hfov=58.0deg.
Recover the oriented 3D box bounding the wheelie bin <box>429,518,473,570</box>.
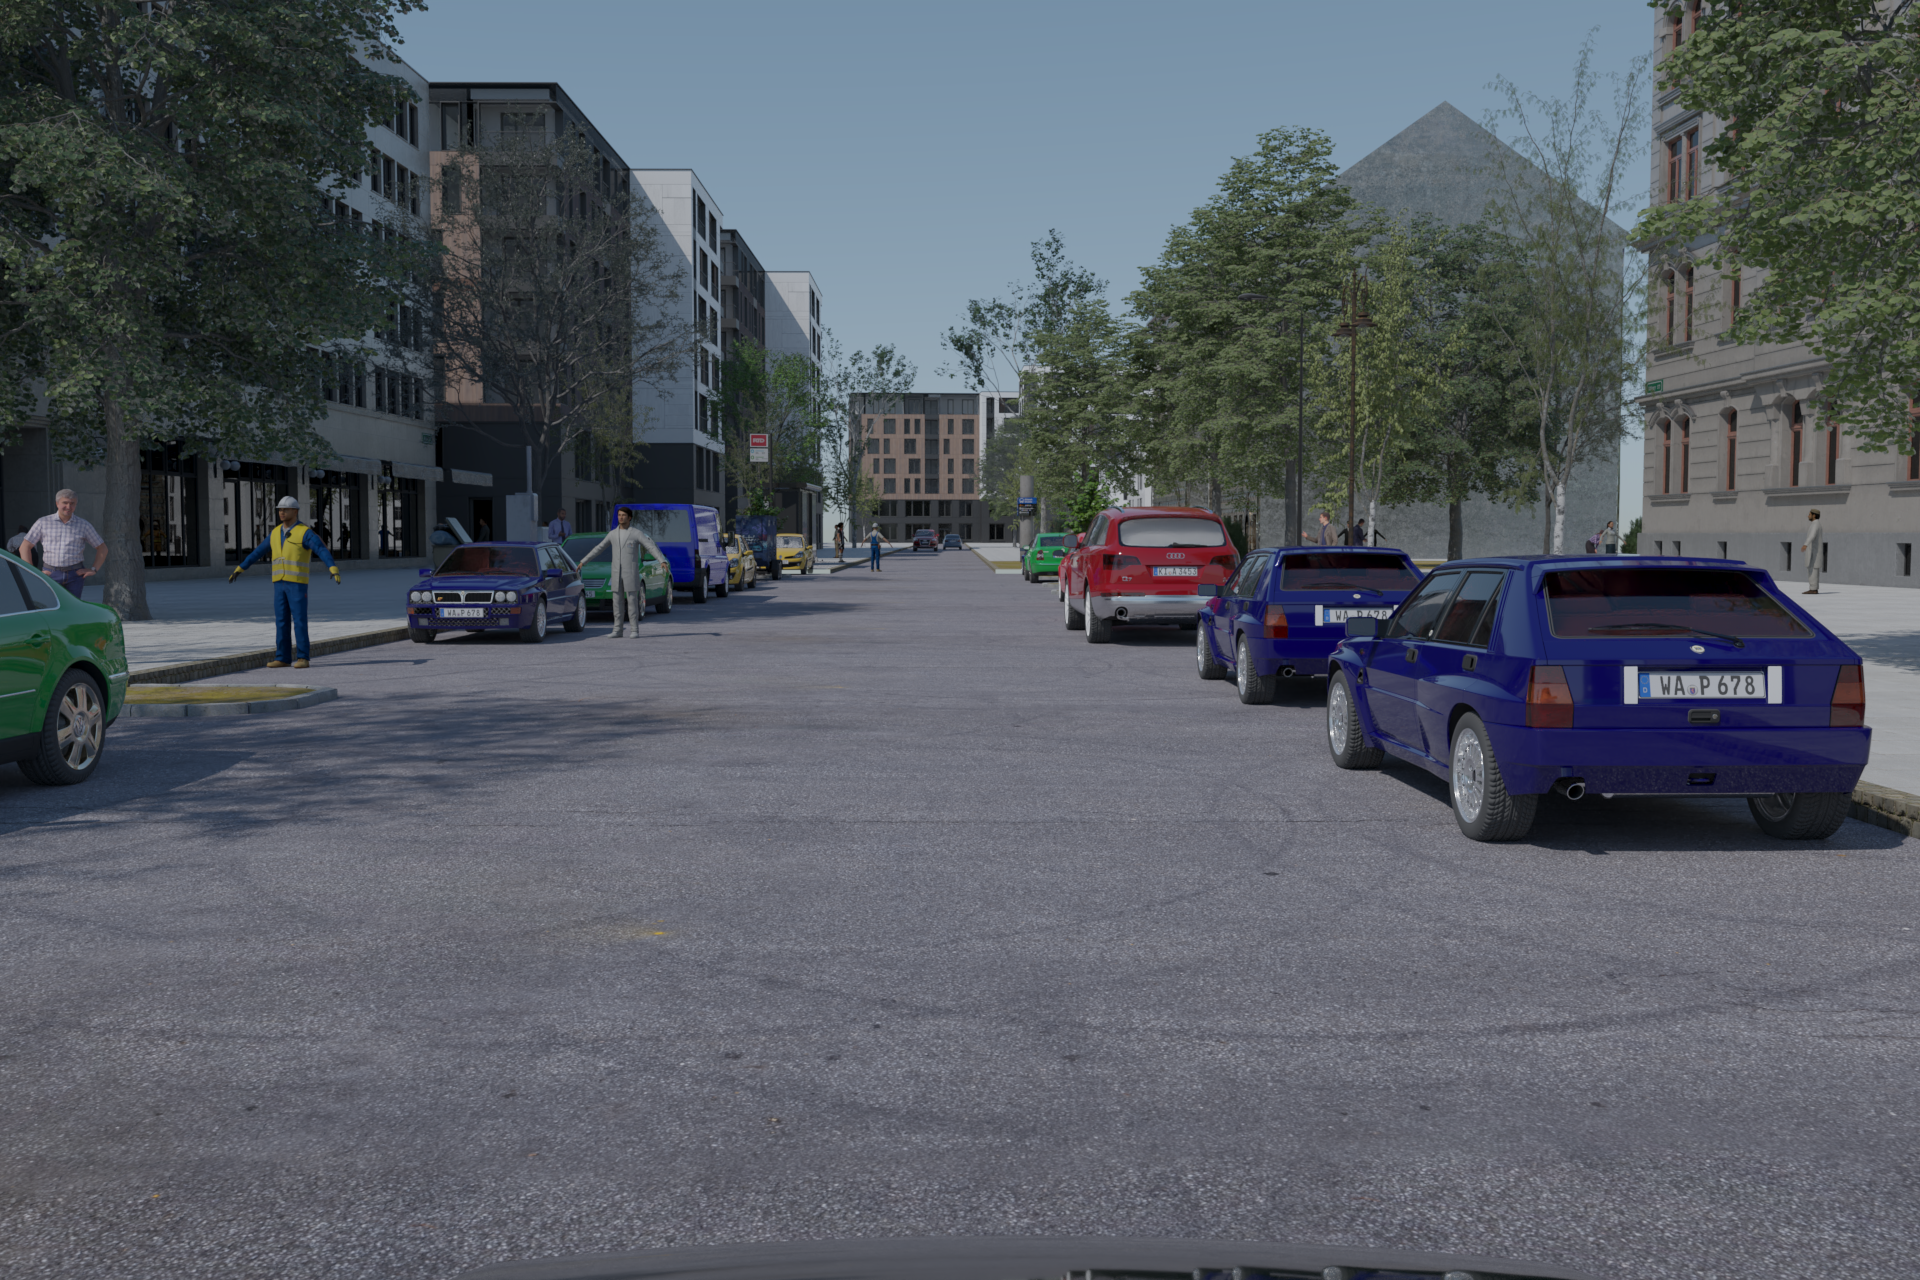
[{"bbox_3d":[-9.758,-1.548,33.214,0.693,1.594,0.980,0,4,-1],"label":"wheelie bin"}]

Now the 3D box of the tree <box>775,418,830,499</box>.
[{"bbox_3d":[-9.987,-9.702,108.982,4.737,8.622,4.395,0,3,0],"label":"tree"}]

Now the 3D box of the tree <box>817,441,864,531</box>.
[{"bbox_3d":[-9.254,-11.363,136.142,4.737,8.622,4.395,0,3,0],"label":"tree"}]

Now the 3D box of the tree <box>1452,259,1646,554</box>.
[{"bbox_3d":[26.412,-10.210,77.311,12.009,13.543,11.850,0,3,0],"label":"tree"}]

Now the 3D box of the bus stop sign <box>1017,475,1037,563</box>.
[{"bbox_3d":[3.015,-5.445,78.047,0.837,3.901,0.837,0,4,-1],"label":"bus stop sign"}]

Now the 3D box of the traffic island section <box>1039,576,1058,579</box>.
[{"bbox_3d":[3.166,-2.015,55.807,1.991,0.108,1.994,0,4,-1],"label":"traffic island section"}]

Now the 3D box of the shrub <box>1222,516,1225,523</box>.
[{"bbox_3d":[10.449,-3.952,69.036,1.690,2.028,1.600,0,3,0],"label":"shrub"}]

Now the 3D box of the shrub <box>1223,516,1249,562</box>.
[{"bbox_3d":[10.290,-3.781,66.241,1.690,2.028,1.600,0,3,0],"label":"shrub"}]

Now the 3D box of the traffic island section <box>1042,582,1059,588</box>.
[{"bbox_3d":[3.252,-1.492,47.254,1.991,0.108,1.994,0,4,0],"label":"traffic island section"}]

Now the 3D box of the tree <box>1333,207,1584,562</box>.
[{"bbox_3d":[19.113,-9.794,66.793,9.857,13.997,8.962,0,3,0],"label":"tree"}]

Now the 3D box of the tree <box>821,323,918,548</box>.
[{"bbox_3d":[-11.004,-18.432,157.256,12.611,20.169,13.585,0,3,0],"label":"tree"}]

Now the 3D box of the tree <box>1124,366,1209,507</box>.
[{"bbox_3d":[9.655,-7.543,73.692,4.360,8.622,3.978,0,3,0],"label":"tree"}]

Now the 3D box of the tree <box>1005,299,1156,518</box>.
[{"bbox_3d":[6.070,-10.107,83.375,7.486,12.596,7.792,0,3,0],"label":"tree"}]

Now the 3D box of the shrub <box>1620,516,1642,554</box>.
[{"bbox_3d":[26.841,-3.906,68.285,1.690,2.028,1.600,0,3,0],"label":"shrub"}]

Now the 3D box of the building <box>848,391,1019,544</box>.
[{"bbox_3d":[-0.229,-25.259,259.419,32.646,21.610,27.936,0,4,-5],"label":"building"}]

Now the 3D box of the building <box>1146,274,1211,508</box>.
[{"bbox_3d":[23.182,-17.420,115.741,19.493,23.208,18.063,0,4,0],"label":"building"}]

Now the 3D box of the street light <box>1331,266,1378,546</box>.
[{"bbox_3d":[6.833,-3.510,30.169,0.468,5.910,1.993,0,4,0],"label":"street light"}]

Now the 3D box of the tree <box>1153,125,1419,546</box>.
[{"bbox_3d":[9.002,-8.012,49.121,7.486,12.596,7.792,0,3,0],"label":"tree"}]

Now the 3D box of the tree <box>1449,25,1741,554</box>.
[{"bbox_3d":[8.880,-4.627,26.018,4.360,8.622,3.978,0,3,0],"label":"tree"}]

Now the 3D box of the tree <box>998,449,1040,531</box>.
[{"bbox_3d":[5.506,-11.857,144.222,4.737,8.622,4.395,0,3,0],"label":"tree"}]

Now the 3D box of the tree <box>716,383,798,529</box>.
[{"bbox_3d":[-9.642,-8.173,83.984,4.360,8.622,3.978,0,3,0],"label":"tree"}]

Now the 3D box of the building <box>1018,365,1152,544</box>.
[{"bbox_3d":[21.447,-23.354,225.818,27.936,21.610,32.646,0,4,-1],"label":"building"}]

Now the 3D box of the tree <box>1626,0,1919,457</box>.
[{"bbox_3d":[9.242,-5.904,14.658,7.486,12.596,7.792,0,3,0],"label":"tree"}]

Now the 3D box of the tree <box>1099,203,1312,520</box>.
[{"bbox_3d":[8.533,-8.683,60.099,7.486,12.596,7.792,0,3,0],"label":"tree"}]

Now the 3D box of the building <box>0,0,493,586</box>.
[{"bbox_3d":[-30.973,-15.433,54.495,24.374,26.755,37.873,0,3,0],"label":"building"}]

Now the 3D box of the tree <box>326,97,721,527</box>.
[{"bbox_3d":[-11.895,-8.454,48.591,12.009,13.543,11.850,0,3,0],"label":"tree"}]

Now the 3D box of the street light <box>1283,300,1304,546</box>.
[{"bbox_3d":[7.149,-3.735,33.610,1.470,5.913,1.316,0,4,-1],"label":"street light"}]

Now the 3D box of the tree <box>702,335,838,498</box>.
[{"bbox_3d":[-10.050,-10.140,91.550,9.928,11.665,9.643,0,3,0],"label":"tree"}]

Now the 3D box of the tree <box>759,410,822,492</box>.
[{"bbox_3d":[-9.908,-9.188,100.588,4.360,8.622,3.978,0,3,0],"label":"tree"}]

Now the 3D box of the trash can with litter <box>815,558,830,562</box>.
[{"bbox_3d":[-6.908,-4.317,81.642,1.678,1.210,2.233,0,4,0],"label":"trash can with litter"}]

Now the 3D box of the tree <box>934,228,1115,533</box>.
[{"bbox_3d":[4.722,-15.549,110.117,12.611,20.169,13.585,0,3,0],"label":"tree"}]

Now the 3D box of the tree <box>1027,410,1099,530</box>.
[{"bbox_3d":[6.372,-8.927,96.326,4.360,8.622,3.978,0,3,0],"label":"tree"}]

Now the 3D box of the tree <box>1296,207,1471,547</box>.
[{"bbox_3d":[9.597,-5.486,40.066,4.737,8.622,4.395,0,3,0],"label":"tree"}]

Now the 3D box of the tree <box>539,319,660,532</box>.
[{"bbox_3d":[-11.851,-6.636,58.867,4.360,8.622,3.978,0,3,0],"label":"tree"}]

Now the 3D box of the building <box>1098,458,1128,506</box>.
[{"bbox_3d":[21.014,-15.243,191.372,9.099,9.664,28.070,0,4,-1],"label":"building"}]

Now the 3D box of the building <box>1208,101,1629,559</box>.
[{"bbox_3d":[24.599,-16.300,97.439,19.493,23.208,18.063,0,4,0],"label":"building"}]

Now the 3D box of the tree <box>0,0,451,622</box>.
[{"bbox_3d":[-12.401,-7.265,25.440,9.857,13.997,8.962,0,3,0],"label":"tree"}]

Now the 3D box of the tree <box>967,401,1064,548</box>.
[{"bbox_3d":[5.688,-15.102,157.295,12.009,13.543,11.850,0,3,0],"label":"tree"}]

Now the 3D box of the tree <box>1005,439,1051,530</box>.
[{"bbox_3d":[5.578,-11.240,134.139,4.737,8.622,4.395,0,3,0],"label":"tree"}]

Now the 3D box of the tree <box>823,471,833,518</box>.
[{"bbox_3d":[-22.360,-20.669,256.061,7.486,12.596,7.792,0,3,0],"label":"tree"}]

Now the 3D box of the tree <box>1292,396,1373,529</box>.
[{"bbox_3d":[16.952,-7.928,79.979,4.360,8.622,3.978,0,3,0],"label":"tree"}]

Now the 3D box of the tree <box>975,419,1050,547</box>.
[{"bbox_3d":[4.933,-15.332,168.798,7.486,12.596,7.792,0,3,0],"label":"tree"}]

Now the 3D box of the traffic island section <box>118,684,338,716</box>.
[{"bbox_3d":[-6.410,0.506,14.593,1.991,0.108,1.994,0,4,0],"label":"traffic island section"}]

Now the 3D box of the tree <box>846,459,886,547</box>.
[{"bbox_3d":[-9.259,-13.342,168.506,4.737,8.622,4.395,0,3,0],"label":"tree"}]
